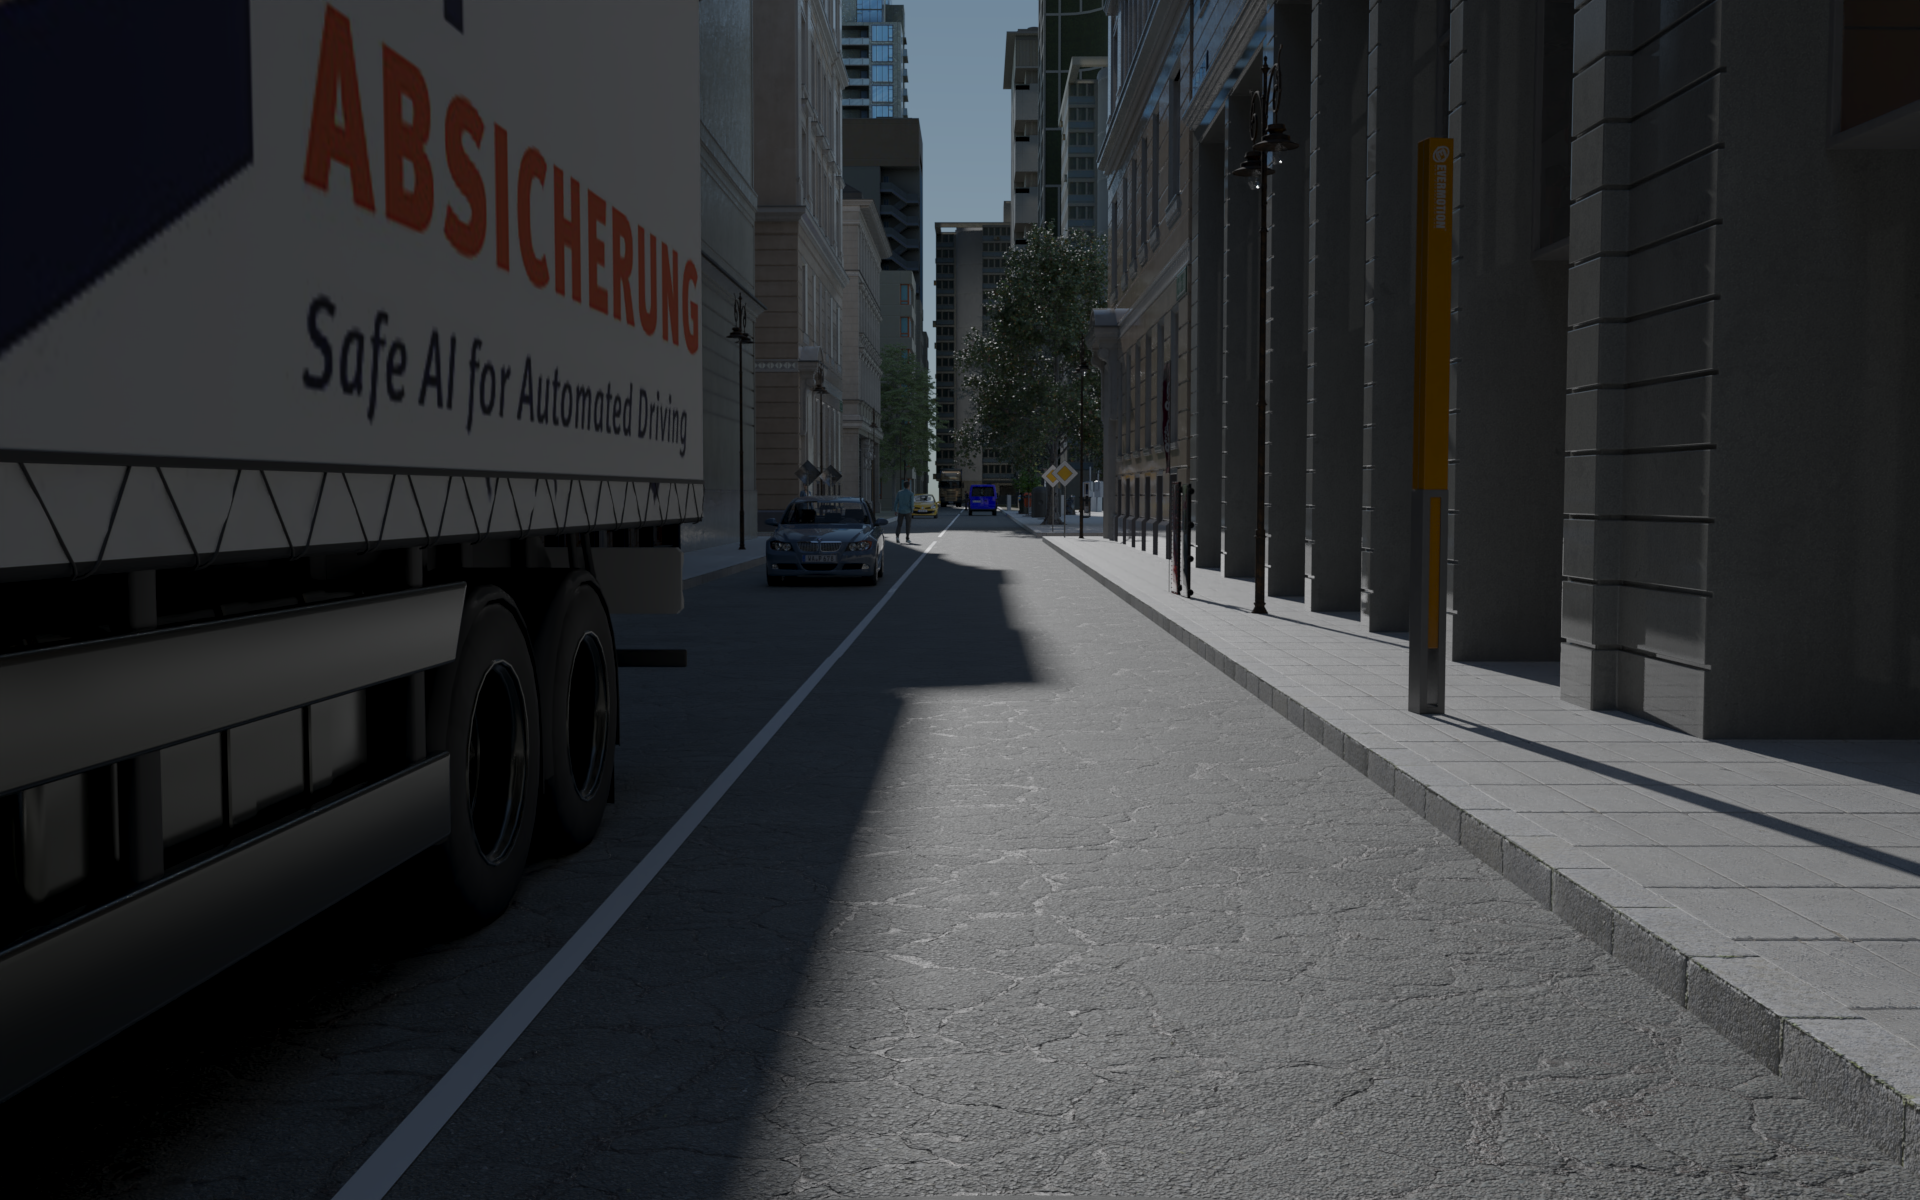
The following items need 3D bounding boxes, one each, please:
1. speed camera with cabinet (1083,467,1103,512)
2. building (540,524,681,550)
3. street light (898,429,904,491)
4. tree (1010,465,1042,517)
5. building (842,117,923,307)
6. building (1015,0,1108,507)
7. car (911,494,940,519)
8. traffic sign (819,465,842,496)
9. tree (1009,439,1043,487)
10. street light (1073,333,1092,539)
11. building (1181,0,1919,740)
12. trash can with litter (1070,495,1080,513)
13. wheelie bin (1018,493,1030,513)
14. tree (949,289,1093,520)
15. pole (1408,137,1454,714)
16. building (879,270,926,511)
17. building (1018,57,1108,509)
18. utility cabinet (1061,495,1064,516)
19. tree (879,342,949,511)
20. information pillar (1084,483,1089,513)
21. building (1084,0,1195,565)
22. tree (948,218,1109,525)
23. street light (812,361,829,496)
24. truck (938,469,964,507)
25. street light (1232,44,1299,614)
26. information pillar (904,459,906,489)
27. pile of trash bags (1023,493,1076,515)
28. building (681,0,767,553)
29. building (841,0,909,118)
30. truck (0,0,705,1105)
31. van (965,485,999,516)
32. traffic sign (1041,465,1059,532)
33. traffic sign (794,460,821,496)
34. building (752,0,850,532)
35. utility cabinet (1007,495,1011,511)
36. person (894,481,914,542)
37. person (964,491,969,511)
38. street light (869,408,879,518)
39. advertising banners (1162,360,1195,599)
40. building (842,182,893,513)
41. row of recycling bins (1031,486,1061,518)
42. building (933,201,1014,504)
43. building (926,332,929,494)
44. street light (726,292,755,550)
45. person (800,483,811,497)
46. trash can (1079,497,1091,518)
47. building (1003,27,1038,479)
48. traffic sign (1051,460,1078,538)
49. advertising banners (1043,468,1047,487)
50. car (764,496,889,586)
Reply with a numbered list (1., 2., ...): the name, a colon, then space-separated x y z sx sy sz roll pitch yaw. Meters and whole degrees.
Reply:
1. speed camera with cabinet: 9.648 -8.069 126.263 0.660 3.252 2.038 2 4 33
2. building: -11.420 -11.866 23.686 12.332 23.373 15.834 0 4 1
3. street light: -4.222 -9.200 123.199 0.468 5.910 1.993 0 4 1
4. tree: 3.963 -7.081 110.379 1.663 3.219 1.824 0 3 0
5. building: -11.623 -33.782 202.442 14.200 45.320 14.600 0 4 1
6. building: 16.018 -44.781 170.414 20.563 71.187 20.611 0 4 1
7. car: -2.166 -5.648 102.575 2.015 1.641 3.980 0 4 0
8. traffic sign: -4.394 -3.380 58.906 0.795 2.450 0.064 0 4 1
9. tree: 5.038 -11.285 134.865 4.360 8.622 3.978 0 3 0
10. street light: 3.506 -4.715 49.879 0.468 5.910 1.993 0 4 1
11. building: 9.332 -14.543 15.276 11.434 29.767 29.804 0 4 1
12. trash can with litter: 8.102 -6.707 120.721 1.678 1.210 2.233 2 4 30
13. wheelie bin: 4.250 -6.439 113.183 0.980 1.594 0.693 -3 5 -44
14. tree: 4.356 -10.821 87.286 12.009 13.543 11.850 0 3 0
15. pole: 2.738 -0.992 10.067 0.158 3.312 0.155 0 3 0
16. building: -17.392 -18.577 148.765 27.650 21.520 28.899 0 4 1
17. building: 21.276 -27.931 148.549 32.217 40.220 23.993 0 4 1
18. utility cabinet: 5.713 -5.581 102.404 0.306 1.237 1.020 3 5 43
19. tree: -4.540 -12.953 129.911 7.486 12.596 7.792 0 3 0
20. information pillar: 8.468 -6.813 115.881 0.304 2.012 0.304 0 4 -6
21. building: 10.337 -15.554 40.213 13.634 28.700 20.117 0 4 1
22. tree: 3.992 -9.484 72.065 9.611 12.733 9.660 0 3 0
23. street light: -4.810 -5.340 60.092 0.468 5.910 1.993 0 4 1
24. truck: -0.992 -12.521 193.634 2.839 4.237 11.283 0 3 0
25. street light: 3.222 -2.792 18.443 0.468 5.910 1.993 0 4 1
26. information pillar: -3.691 -7.660 116.590 0.183 3.616 0.504 0 4 6
27. pile of trash bags: 5.527 -5.923 106.596 3.447 1.369 1.912 1 4 19
28. building: -20.183 -12.794 42.469 30.059 22.955 16.112 0 4 1
29. building: -19.823 -55.940 227.282 31.000 86.520 22.319 0 4 1
30. truck: -2.756 -0.903 3.675 2.839 4.237 11.283 0 4 2
31. van: 1.494 -6.815 115.814 2.240 2.365 5.245 0 3 0
32. traffic sign: 3.150 -3.374 58.811 0.795 2.450 0.064 0 4 1
33. traffic sign: -4.473 -2.892 50.921 0.795 2.450 0.064 0 4 1
34. building: -11.518 -17.247 67.895 13.634 28.700 20.117 0 4 1
35. utility cabinet: 3.773 -7.471 133.317 0.306 1.237 1.020 0 4 -1
36. person: -1.675 -2.616 51.291 0.660 1.820 0.620 1 4 17
37. person: 0.648 -8.648 150.693 0.445 1.727 0.742 -3 5 -44
38. street light: -4.545 -7.262 91.529 0.468 5.910 1.993 0 4 1
39. advertising banners: 2.768 -1.585 22.099 0.090 3.025 2.074 0 4 -2
40. building: -10.053 -15.135 98.368 10.553 20.767 40.483 0 4 1
41. row of recycling bins: 4.714 -5.385 95.153 1.069 1.692 3.534 1 4 20
42. building: 8.450 -33.045 232.166 23.993 40.220 32.217 0 4 1
43. building: -17.428 -20.401 178.599 27.650 21.520 28.899 0 4 1
44. street light: -5.035 -4.102 39.853 0.468 5.910 1.993 0 4 1
45. person: -5.024 -2.918 56.236 0.581 1.822 0.654 -2 4 -28
46. trash can: 6.697 -4.956 92.684 0.748 1.137 0.748 0 3 0
47. building: 19.357 -37.047 194.953 28.713 52.752 27.495 0 4 1
48. traffic sign: 3.071 -2.886 50.826 0.795 2.450 0.064 0 4 1
49. advertising banners: 6.080 -7.360 116.522 0.090 3.025 2.074 2 4 30
50. car: -2.173 -1.018 28.640 2.014 1.417 4.499 0 4 -1
